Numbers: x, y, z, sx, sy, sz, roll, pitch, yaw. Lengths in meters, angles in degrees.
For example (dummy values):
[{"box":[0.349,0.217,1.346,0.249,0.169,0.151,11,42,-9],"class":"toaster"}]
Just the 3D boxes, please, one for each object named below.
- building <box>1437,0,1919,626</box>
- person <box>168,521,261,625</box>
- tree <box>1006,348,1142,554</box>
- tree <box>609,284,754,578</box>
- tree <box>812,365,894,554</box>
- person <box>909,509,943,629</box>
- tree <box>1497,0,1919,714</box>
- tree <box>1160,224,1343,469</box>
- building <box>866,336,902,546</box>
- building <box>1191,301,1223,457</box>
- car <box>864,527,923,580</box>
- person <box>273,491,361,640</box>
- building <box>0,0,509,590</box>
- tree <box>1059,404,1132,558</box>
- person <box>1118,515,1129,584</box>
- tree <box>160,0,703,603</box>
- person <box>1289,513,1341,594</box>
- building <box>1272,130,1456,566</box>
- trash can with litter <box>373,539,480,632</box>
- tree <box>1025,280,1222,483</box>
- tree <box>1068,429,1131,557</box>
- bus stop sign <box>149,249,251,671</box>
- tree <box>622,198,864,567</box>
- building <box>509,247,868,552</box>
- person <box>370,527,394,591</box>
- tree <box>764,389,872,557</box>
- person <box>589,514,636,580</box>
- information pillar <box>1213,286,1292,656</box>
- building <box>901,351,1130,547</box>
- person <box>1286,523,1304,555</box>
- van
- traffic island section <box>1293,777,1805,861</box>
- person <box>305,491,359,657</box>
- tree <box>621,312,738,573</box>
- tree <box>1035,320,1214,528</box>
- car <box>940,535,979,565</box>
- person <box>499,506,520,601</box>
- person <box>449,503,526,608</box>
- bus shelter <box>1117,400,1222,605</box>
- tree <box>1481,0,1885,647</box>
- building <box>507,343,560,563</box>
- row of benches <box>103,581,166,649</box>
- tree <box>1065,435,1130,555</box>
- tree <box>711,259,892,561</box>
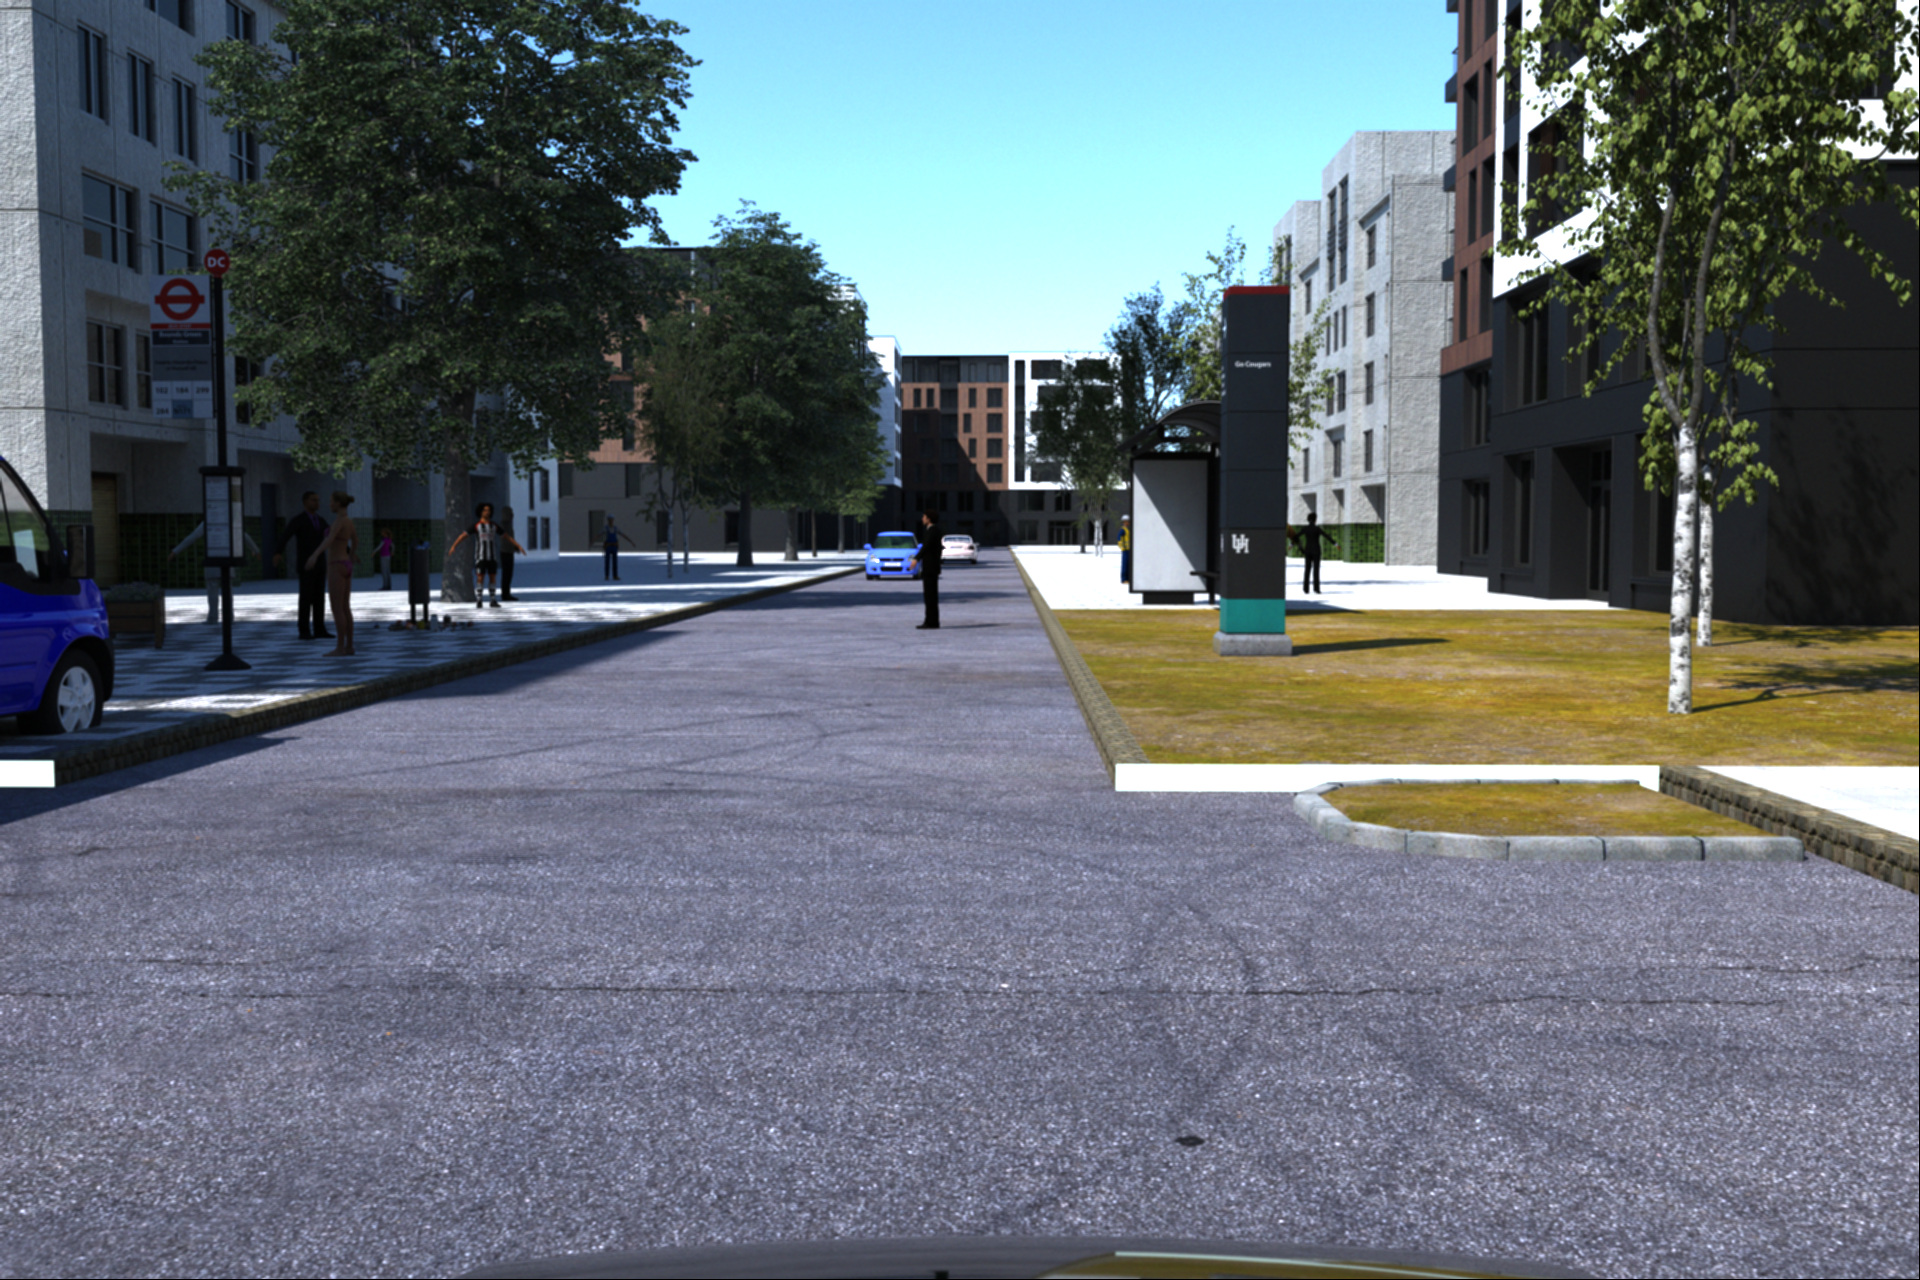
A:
[{"box":[25.597,-11.948,39.332,27.936,21.610,32.646,0,4,2],"class":"building"},{"box":[-10.496,-1.120,24.499,0.705,1.806,1.347,3,5,39],"class":"person"},{"box":[8.058,-12.470,114.261,12.009,13.543,11.850,0,3,0],"class":"tree"},{"box":[-8.540,-6.084,49.842,4.360,8.622,3.978,0,3,0],"class":"tree"},{"box":[-8.034,-11.917,112.970,7.486,12.596,7.792,0,3,0],"class":"tree"},{"box":[-0.469,-1.077,26.256,0.705,1.806,1.347,1,4,15],"class":"person"},{"box":[5.403,-3.781,12.188,4.737,8.622,4.395,0,3,0],"class":"tree"},{"box":[7.005,-5.618,42.218,4.737,8.622,4.395,0,3,0],"class":"tree"},{"box":[-20.726,-20.354,176.762,27.936,21.610,32.646,0,4,1],"class":"building"},{"box":[28.449,-16.649,138.661,16.747,18.905,31.486,0,4,2],"class":"building"},{"box":[-2.034,-2.769,54.865,1.945,1.707,3.694,0,4,2],"class":"car"},{"box":[-7.891,-0.912,21.141,0.704,1.802,1.346,2,4,26],"class":"person"},{"box":[-25.711,-11.172,49.125,16.747,18.905,31.486,0,4,1],"class":"building"},{"box":[7.606,-8.656,91.895,4.360,8.622,3.978,0,3,0],"class":"tree"},{"box":[4.388,-2.350,44.879,0.721,1.772,1.216,2,4,32],"class":"person"},{"box":[-9.537,-7.675,32.139,9.857,13.997,8.962,0,3,0],"class":"tree"},{"box":[7.620,-1.869,37.281,1.216,1.740,0.721,3,4,38],"class":"person"},{"box":[25.936,-13.335,84.490,16.747,18.905,31.486,0,4,2],"class":"building"},{"box":[-7.173,-0.775,23.724,1.678,1.210,2.233,0,4,2],"class":"trash can with litter"},{"box":[6.631,-7.951,64.407,8.767,10.594,7.601,-1,4,-11],"class":"tree"},{"box":[7.556,-9.001,97.530,4.360,8.622,3.978,0,3,0],"class":"tree"},{"box":[-7.167,-1.689,16.320,0.855,3.939,0.416,0,4,2],"class":"bus stop sign"},{"box":[-8.443,-9.857,67.814,9.857,13.997,8.962,0,3,0],"class":"tree"},{"box":[-22.647,-18.108,140.047,27.936,21.610,32.646,0,4,2],"class":"building"},{"box":[-13.143,-1.847,39.457,0.599,1.433,0.991,1,4,9],"class":"person"},{"box":[-8.368,-9.871,95.804,7.601,10.594,8.767,-3,4,-36],"class":"tree"},{"box":[-9.774,-2.611,48.548,1.347,1.847,0.705,-2,4,-29],"class":"person"},{"box":[3.122,-1.777,18.428,0.750,3.857,0.750,0,4,2],"class":"information pillar"},{"box":[3.803,-22.045,206.869,32.646,21.610,27.936,0,4,2],"class":"building"},{"box":[5.782,-1.596,31.858,1.354,1.858,0.705,-1,4,-21],"class":"person"},{"box":[-6.721,-0.316,9.554,2.240,2.365,5.245,0,4,1],"class":"van"},{"box":[2.717,0.873,8.591,1.991,0.108,1.994,0,4,1],"class":"traffic island section"},{"box":[-6.598,-0.699,18.226,0.721,1.733,1.217,0,4,1],"class":"person"},{"box":[-8.999,-6.543,57.335,4.360,8.622,3.978,0,3,0],"class":"tree"},{"box":[7.269,-8.569,74.519,8.767,10.594,7.601,1,4,10],"class":"tree"},{"box":[-0.133,-4.260,82.011,2.083,1.381,4.827,0,4,0],"class":"car"},{"box":[-8.699,-1.667,33.391,0.705,1.813,1.348,-2,4,-24],"class":"person"},{"box":[-8.236,-1.467,30.127,1.345,1.843,0.704,-2,4,-32],"class":"person"},{"box":[3.817,-2.138,28.876,2.014,3.302,5.546,0,4,1],"class":"bus shelter"},{"box":[8.286,-4.228,19.483,4.737,8.622,4.395,0,3,0],"class":"tree"},{"box":[-23.686,-8.625,83.167,9.099,9.664,28.070,0,4,1],"class":"building"},{"box":[-10.030,-0.343,21.066,1.422,0.672,4.104,-2,4,-24],"class":"row of benches"},{"box":[8.283,-9.425,104.459,4.360,8.622,3.978,0,3,0],"class":"tree"},{"box":[-8.030,-10.697,81.551,9.857,13.997,8.962,0,3,0],"class":"tree"}]
